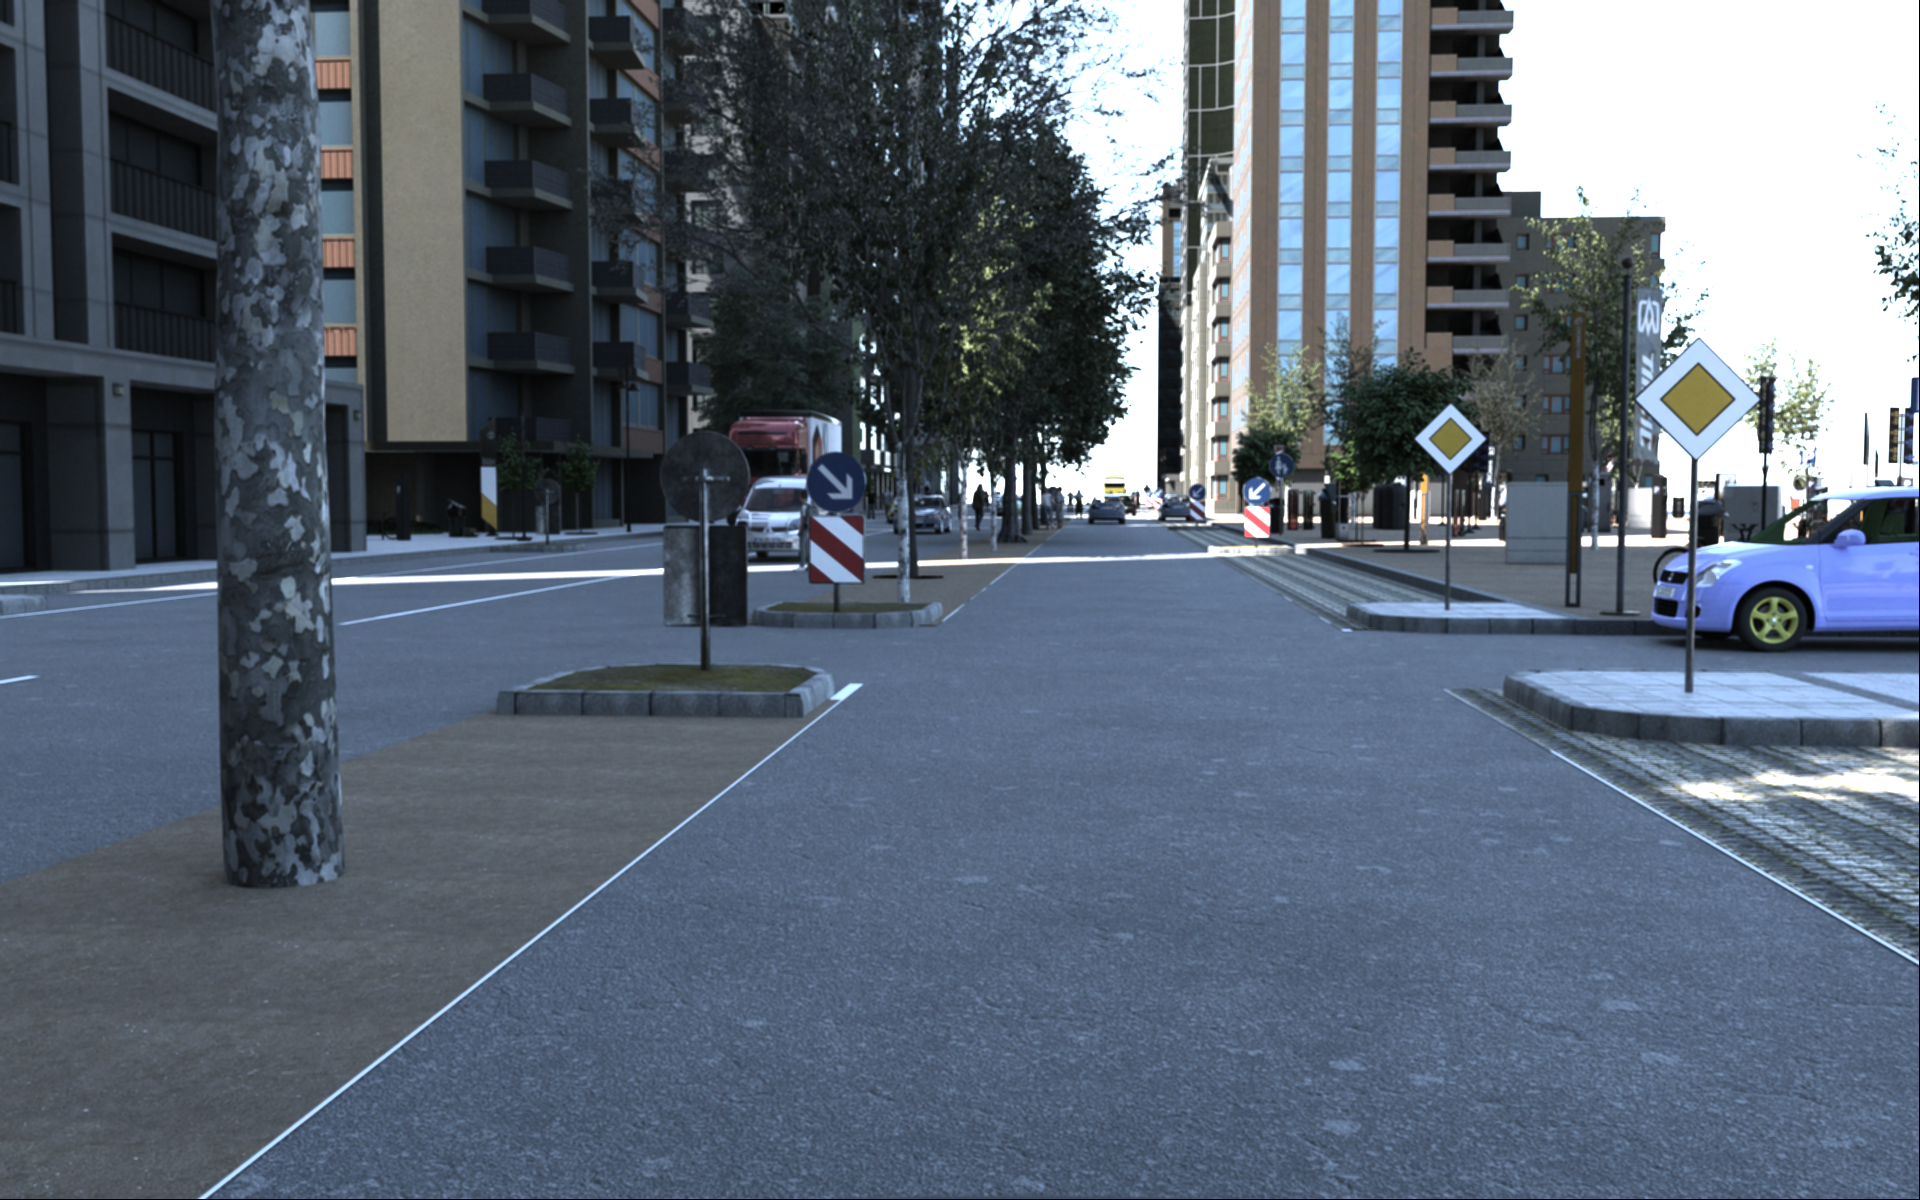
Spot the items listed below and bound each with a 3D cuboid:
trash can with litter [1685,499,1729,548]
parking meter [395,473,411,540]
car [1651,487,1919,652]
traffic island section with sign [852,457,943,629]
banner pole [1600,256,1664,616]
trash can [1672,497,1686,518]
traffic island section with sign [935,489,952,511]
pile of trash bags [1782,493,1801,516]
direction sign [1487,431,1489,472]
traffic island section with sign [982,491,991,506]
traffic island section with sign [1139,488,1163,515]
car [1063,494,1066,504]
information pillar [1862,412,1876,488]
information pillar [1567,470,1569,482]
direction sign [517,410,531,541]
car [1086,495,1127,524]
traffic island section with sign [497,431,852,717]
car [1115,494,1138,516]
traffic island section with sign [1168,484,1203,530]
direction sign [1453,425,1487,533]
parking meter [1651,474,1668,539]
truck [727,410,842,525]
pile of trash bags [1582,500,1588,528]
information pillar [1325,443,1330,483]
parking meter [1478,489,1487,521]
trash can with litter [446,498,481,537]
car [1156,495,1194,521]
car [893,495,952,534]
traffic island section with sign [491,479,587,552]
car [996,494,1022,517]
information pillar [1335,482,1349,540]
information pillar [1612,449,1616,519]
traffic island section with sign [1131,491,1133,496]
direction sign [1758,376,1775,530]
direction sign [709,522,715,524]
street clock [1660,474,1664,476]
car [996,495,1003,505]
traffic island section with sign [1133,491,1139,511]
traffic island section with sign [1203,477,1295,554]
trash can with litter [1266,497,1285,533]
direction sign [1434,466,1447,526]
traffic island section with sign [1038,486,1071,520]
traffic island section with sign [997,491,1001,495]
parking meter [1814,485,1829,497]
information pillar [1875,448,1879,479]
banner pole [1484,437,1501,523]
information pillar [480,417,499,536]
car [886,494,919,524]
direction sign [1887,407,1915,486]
[{"bbox_3d":[15.121,-1.451,35.110,0.624,1.170,1.055,3,5,39],"label":"trash can with litter"},{"bbox_3d":[-15.466,-2.592,48.084,0.399,1.863,0.255,3,5,43],"label":"parking meter"},{"bbox_3d":[8.517,-0.412,16.333,3.694,1.707,1.945,0,4,5],"label":"car"},{"bbox_3d":[-1.283,-0.690,19.416,2.006,1.907,1.989,0,4,5],"label":"traffic island section with sign"},{"bbox_3d":[7.220,-1.740,18.465,0.863,3.779,0.401,-2,4,-34],"label":"banner pole"},{"bbox_3d":[38.137,-4.910,91.934,0.748,1.137,0.748,0,3,0],"label":"trash can"},{"bbox_3d":[-1.738,-8.479,147.266,1.989,1.847,2.006,0,4,5],"label":"traffic island section with sign"},{"bbox_3d":[42.453,-4.939,90.505,3.447,1.369,1.912,-1,4,-16],"label":"pile of trash bags"},{"bbox_3d":[18.736,-4.331,62.809,0.876,3.537,0.379,3,5,40],"label":"direction sign"},{"bbox_3d":[2.904,-11.830,202.041,1.989,1.847,2.006,0,4,5],"label":"traffic island section with sign"},{"bbox_3d":[13.510,-6.746,118.923,1.989,1.847,2.006,0,4,5],"label":"traffic island section with sign"},{"bbox_3d":[13.903,-14.309,242.987,2.155,1.783,4.494,0,4,3],"label":"car"},{"bbox_3d":[25.867,-3.554,49.469,0.183,3.616,0.504,3,4,39],"label":"information pillar"},{"bbox_3d":[18.461,-2.914,52.140,0.304,2.012,0.304,-1,4,-9],"label":"information pillar"},{"bbox_3d":[-11.944,-3.387,47.369,0.379,3.537,0.876,-1,4,-9],"label":"direction sign"},{"bbox_3d":[7.112,-4.407,84.064,2.014,1.417,4.499,0,4,4],"label":"car"},{"bbox_3d":[-1.916,-0.238,12.035,2.006,1.907,1.989,0,4,5],"label":"traffic island section with sign"},{"bbox_3d":[10.766,-6.399,114.410,2.009,1.686,4.222,0,4,5],"label":"car"},{"bbox_3d":[9.290,-3.682,68.826,1.989,1.847,2.006,0,4,5],"label":"traffic island section with sign"},{"bbox_3d":[16.727,-3.964,56.813,0.379,3.537,0.876,-2,4,-27],"label":"direction sign"},{"bbox_3d":[20.149,-2.701,49.874,0.255,1.863,0.399,-2,4,-28],"label":"parking meter"},{"bbox_3d":[-6.034,-4.361,60.218,2.839,4.237,11.283,0,4,4],"label":"truck"},{"bbox_3d":[22.084,-3.420,65.666,3.447,1.369,1.912,-1,4,-11],"label":"pile of trash bags"},{"bbox_3d":[16.774,-5.367,79.103,0.183,3.616,0.504,0,4,-5],"label":"information pillar"},{"bbox_3d":[25.197,-4.592,83.487,0.372,1.533,0.369,0,3,0],"label":"parking meter"},{"bbox_3d":[-14.776,-2.460,51.600,1.055,1.170,0.624,1,4,18],"label":"trash can with litter"},{"bbox_3d":[11.419,-4.864,91.536,2.014,1.417,4.499,0,4,4],"label":"car"},{"bbox_3d":[-1.344,-3.160,63.664,2.014,1.417,4.499,0,4,6],"label":"car"},{"bbox_3d":[-10.487,-2.130,43.452,1.989,1.847,2.006,0,4,5],"label":"traffic island section with sign"},{"bbox_3d":[3.352,-6.043,110.608,2.131,1.459,4.920,0,4,6],"label":"car"},{"bbox_3d":[10.763,-2.706,48.733,0.304,2.012,0.304,0,4,-5],"label":"information pillar"},{"bbox_3d":[33.784,-6.025,89.867,0.504,3.616,0.183,-1,4,-12],"label":"information pillar"},{"bbox_3d":[20.399,-11.730,200.410,1.989,1.847,2.006,0,4,5],"label":"traffic island section with sign"},{"bbox_3d":[15.595,-2.542,33.552,0.379,3.537,0.876,3,5,40],"label":"direction sign"},{"bbox_3d":[-10.807,-5.073,74.945,0.379,3.537,0.876,2,4,29],"label":"direction sign"},{"bbox_3d":[25.368,-3.567,62.889,0.358,2.002,0.471,0,4,-3],"label":"street clock"},{"bbox_3d":[4.388,-10.355,181.666,2.083,1.381,4.827,0,4,6],"label":"car"},{"bbox_3d":[15.780,-8.389,145.782,1.989,1.847,2.006,0,4,5],"label":"traffic island section with sign"},{"bbox_3d":[7.013,-2.036,41.923,1.989,1.847,2.006,0,4,5],"label":"traffic island section with sign"},{"bbox_3d":[10.302,-2.773,56.732,0.624,1.170,1.055,0,4,6],"label":"trash can with litter"},{"bbox_3d":[19.672,-4.802,70.517,0.876,3.537,0.379,0,4,4],"label":"direction sign"},{"bbox_3d":[5.030,-5.269,94.290,2.006,1.907,1.989,0,4,5],"label":"traffic island section with sign"},{"bbox_3d":[5.223,-13.510,229.518,1.989,1.847,2.006,0,4,5],"label":"traffic island section with sign"},{"bbox_3d":[24.859,-2.544,50.013,0.372,1.533,0.369,0,3,0],"label":"parking meter"},{"bbox_3d":[46.455,-5.901,87.840,0.183,3.616,0.504,1,4,12],"label":"information pillar"},{"bbox_3d":[23.580,-5.297,76.620,0.863,3.779,0.401,0,4,5],"label":"banner pole"},{"bbox_3d":[-14.337,-3.752,52.702,0.504,3.616,0.183,-3,4,-37],"label":"information pillar"},{"bbox_3d":[-2.525,-4.528,84.254,2.015,1.641,3.980,0,4,3],"label":"car"},{"bbox_3d":[24.466,-3.246,45.075,0.876,3.537,0.379,-1,4,-21],"label":"direction sign"}]
